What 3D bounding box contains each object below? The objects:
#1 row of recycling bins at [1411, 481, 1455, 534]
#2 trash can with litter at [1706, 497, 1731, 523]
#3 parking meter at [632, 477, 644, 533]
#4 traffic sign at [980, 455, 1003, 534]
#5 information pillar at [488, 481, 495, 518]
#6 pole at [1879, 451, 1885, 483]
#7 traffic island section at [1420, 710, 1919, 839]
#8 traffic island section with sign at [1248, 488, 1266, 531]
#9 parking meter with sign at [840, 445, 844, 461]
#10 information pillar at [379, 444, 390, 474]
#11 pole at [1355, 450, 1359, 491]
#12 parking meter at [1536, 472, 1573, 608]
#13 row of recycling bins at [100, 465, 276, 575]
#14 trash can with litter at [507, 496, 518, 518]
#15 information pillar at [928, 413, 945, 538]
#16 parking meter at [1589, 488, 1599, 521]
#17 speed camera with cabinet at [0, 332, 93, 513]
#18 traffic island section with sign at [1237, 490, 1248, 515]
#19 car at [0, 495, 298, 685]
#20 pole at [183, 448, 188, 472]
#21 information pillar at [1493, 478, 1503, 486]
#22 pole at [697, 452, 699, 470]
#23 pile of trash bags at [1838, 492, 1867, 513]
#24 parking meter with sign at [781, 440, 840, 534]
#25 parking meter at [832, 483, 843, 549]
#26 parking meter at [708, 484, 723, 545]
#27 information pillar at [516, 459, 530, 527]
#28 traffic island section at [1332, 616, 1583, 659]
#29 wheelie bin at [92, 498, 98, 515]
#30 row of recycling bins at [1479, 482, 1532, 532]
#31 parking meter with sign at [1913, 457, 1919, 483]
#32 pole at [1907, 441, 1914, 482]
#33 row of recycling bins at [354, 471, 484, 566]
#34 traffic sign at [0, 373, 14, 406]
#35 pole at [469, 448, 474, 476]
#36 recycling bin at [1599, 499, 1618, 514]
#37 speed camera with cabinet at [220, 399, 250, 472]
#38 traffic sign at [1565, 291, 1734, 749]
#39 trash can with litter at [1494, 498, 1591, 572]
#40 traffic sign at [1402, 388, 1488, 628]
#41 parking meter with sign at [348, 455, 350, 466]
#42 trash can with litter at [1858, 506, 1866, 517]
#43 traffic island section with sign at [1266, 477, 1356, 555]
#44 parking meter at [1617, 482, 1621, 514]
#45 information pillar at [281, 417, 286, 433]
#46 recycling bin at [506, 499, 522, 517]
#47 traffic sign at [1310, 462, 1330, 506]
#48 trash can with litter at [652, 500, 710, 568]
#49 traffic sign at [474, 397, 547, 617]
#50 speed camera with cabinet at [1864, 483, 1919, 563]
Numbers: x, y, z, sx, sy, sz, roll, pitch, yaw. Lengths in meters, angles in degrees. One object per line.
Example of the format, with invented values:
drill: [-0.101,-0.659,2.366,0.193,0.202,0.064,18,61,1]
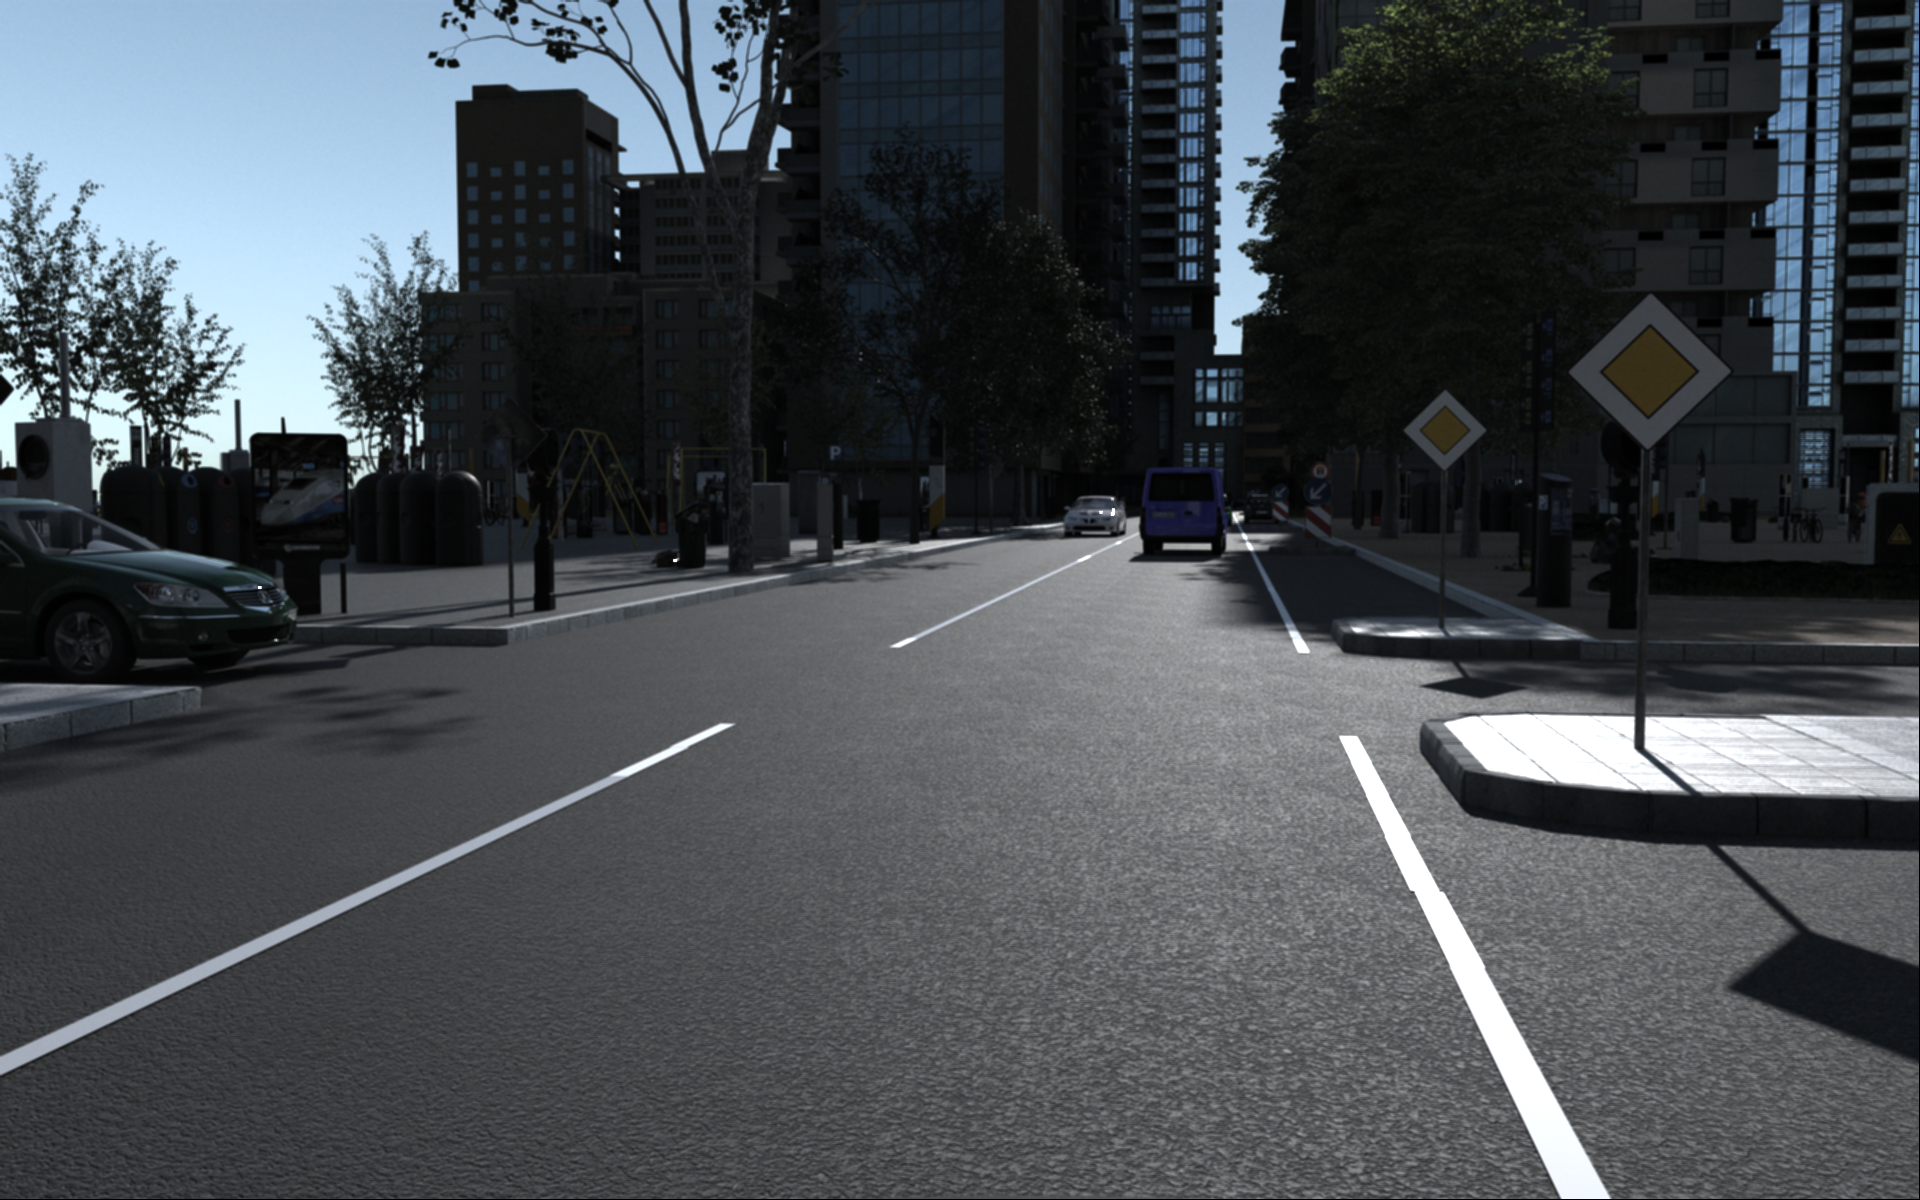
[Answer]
row of recycling bins: [15.757,-3.108,57.923,1.069,1.692,3.534,0,4,5]
trash can with litter: [34.150,-4.071,77.940,1.055,1.170,0.624,2,4,27]
parking meter: [-10.652,-3.156,57.318,0.399,1.863,0.255,-1,4,-11]
traffic sign: [1.006,-3.423,56.074,0.768,2.556,0.104,1,4,11]
information pillar: [-25.645,-5.522,94.774,0.304,2.012,0.304,-2,4,-26]
pole: [43.294,-5.351,81.340,0.158,3.312,0.155,0,3,0]
traffic island section: [3.445,0.828,8.738,2.009,0.180,2.903,1,4,9]
traffic island section with sign: [12.500,-3.650,68.312,1.989,1.847,2.006,1,4,9]
parking meter with sign: [-4.662,-3.969,61.162,0.543,3.016,1.738,1,4,16]
information pillar: [-27.100,-5.521,81.617,0.504,3.616,0.183,0,4,3]
pole: [18.453,-5.296,80.431,0.158,3.312,0.155,0,3,0]
parking meter: [6.762,-0.690,19.686,0.372,1.533,0.369,0,3,0]
row of recycling bins: [-11.561,-1.154,25.989,1.069,1.692,3.534,1,4,11]
trash can with litter: [-23.730,-4.911,91.688,0.624,1.170,1.055,-3,4,-37]
information pillar: [-0.675,-3.595,50.126,0.504,3.616,0.183,2,4,28]
parking meter: [25.710,-3.780,70.209,0.372,1.533,0.369,0,3,0]
speed camera with cabinet: [-11.652,-1.654,21.383,2.038,3.252,0.660,2,4,26]
traffic island section with sign: [19.989,-6.668,117.650,1.989,1.847,2.006,1,4,9]
car: [-7.834,-0.138,14.047,4.920,1.459,2.131,1,4,10]
pole: [-33.907,-5.018,75.893,0.158,3.312,0.155,0,3,0]
information pillar: [24.201,-4.493,77.957,0.304,2.012,0.304,-1,4,-16]
pole: [-12.674,-5.533,84.309,0.158,3.312,0.155,0,3,0]
pile of trash bags: [40.844,-4.299,80.045,3.447,1.369,1.912,-2,4,-30]
parking meter with sign: [-4.848,-3.644,55.835,1.738,3.016,0.543,0,4,1]
parking meter: [-2.923,-1.963,40.500,0.372,1.533,0.369,0,3,0]
parking meter: [-6.221,-2.185,44.137,0.372,1.533,0.369,0,3,0]
information pillar: [-17.177,-4.693,68.083,0.504,3.616,0.183,-2,4,-24]
traffic island section: [4.643,0.345,16.633,2.009,0.180,2.903,1,4,9]
wheelie bin: [-16.863,-1.521,32.772,0.693,1.594,0.980,3,4,38]
row of recycling bins: [18.943,-3.175,59.028,1.069,1.692,3.534,-3,4,-37]
parking meter with sign: [44.563,-5.166,80.726,1.738,3.016,0.543,-3,4,-37]
pole: [36.694,-4.469,66.904,0.158,3.312,0.155,0,3,0]
row of recycling bins: [-10.029,-1.519,31.946,3.534,1.692,1.069,3,5,41]
traffic sign: [-5.865,-0.394,10.089,0.795,2.450,0.064,1,4,9]
pole: [-21.537,-5.054,76.471,0.158,3.312,0.155,0,3,0]
recycling bin: [32.591,-4.556,87.043,0.722,1.027,0.722,-3,5,-39]
speed camera with cabinet: [-14.584,-2.596,36.787,2.038,3.252,0.660,-2,4,-28]
traffic sign: [3.420,-0.307,8.665,0.795,2.450,0.064,1,4,9]
trash can with litter: [9.869,-1.111,29.222,1.678,1.210,2.233,3,5,44]
traffic sign: [4.618,-0.790,16.560,0.795,2.450,0.064,1,4,9]
parking meter with sign: [-27.388,-4.900,76.368,0.543,3.016,1.738,0,4,-4]
trash can with litter: [20.261,-1.631,38.054,1.055,1.170,0.624,-3,4,-39]
traffic island section with sign: [8.461,-2.020,41.661,1.989,1.847,2.006,1,4,9]
parking meter: [31.765,-4.744,83.276,0.255,1.863,0.399,1,4,19]
information pillar: [-20.691,-3.775,53.074,0.183,3.616,0.504,-1,4,-16]
recycling bin: [-24.534,-5.079,95.588,0.722,1.027,0.722,2,4,24]
traffic sign: [14.131,-4.149,67.947,0.768,2.556,0.104,1,4,18]
trash can with litter: [-4.908,-1.154,30.260,1.055,1.170,0.624,2,4,24]
traffic sign: [-4.667,-0.877,17.984,0.795,2.450,0.064,1,4,9]
speed camera with cabinet: [14.658,-1.924,25.787,2.038,3.252,0.660,2,4,28]
